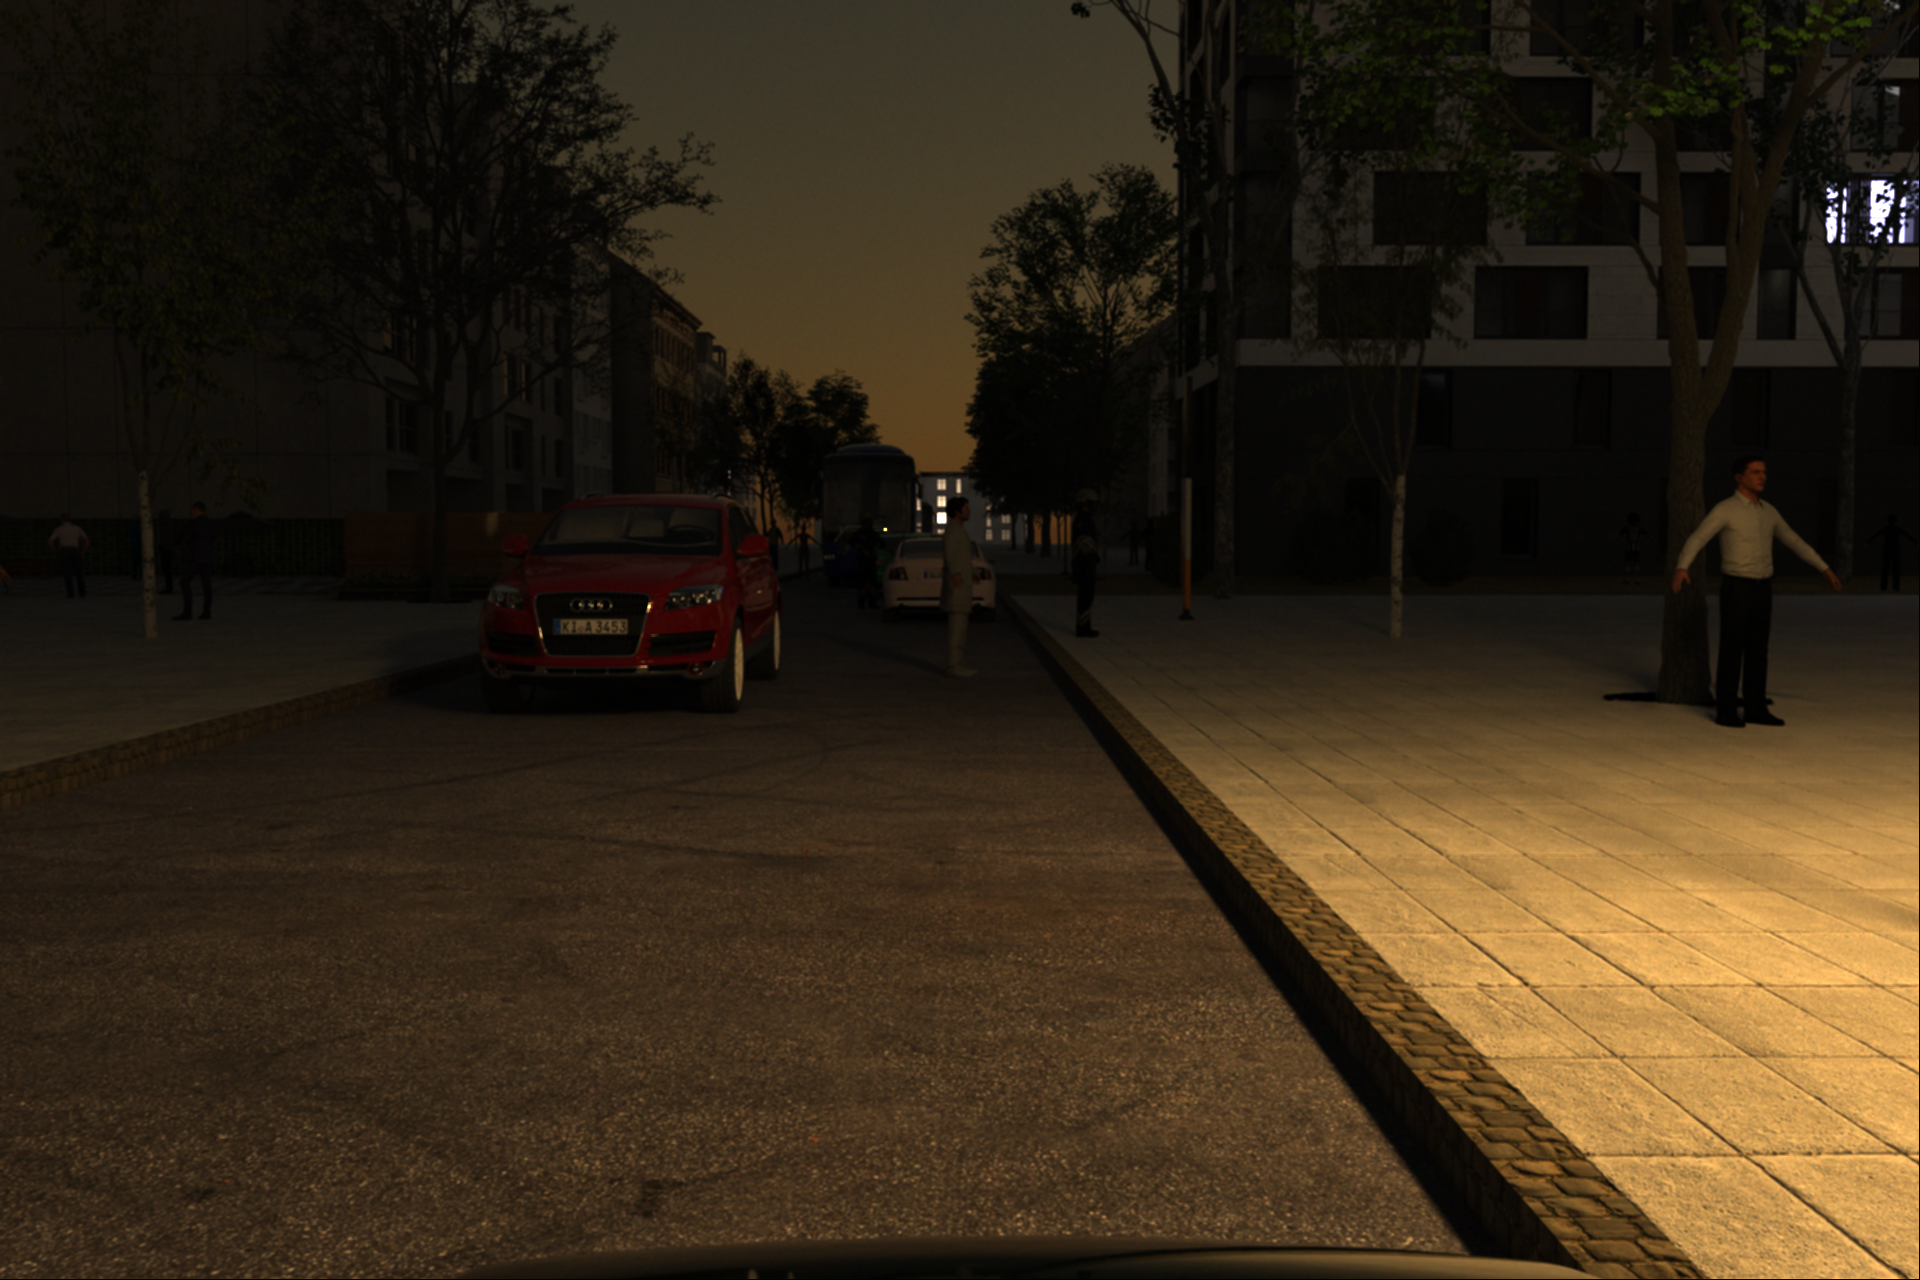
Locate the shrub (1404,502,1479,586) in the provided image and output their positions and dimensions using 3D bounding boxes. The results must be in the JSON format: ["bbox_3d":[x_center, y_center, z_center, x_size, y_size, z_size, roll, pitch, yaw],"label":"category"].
[{"bbox_3d":[11.849,-2.358,42.597,1.661,2.075,1.752,0,3,0],"label":"shrub"}]

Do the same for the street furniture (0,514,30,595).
[{"bbox_3d":[-33.581,-1.906,36.199,27.439,1.986,14.083,2,4,26],"label":"street furniture"}]

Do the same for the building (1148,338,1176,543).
[{"bbox_3d":[23.211,-18.875,165.031,16.016,20.090,11.380,0,3,0],"label":"building"}]

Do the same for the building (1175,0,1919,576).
[{"bbox_3d":[22.192,-13.761,68.973,27.936,21.610,32.646,0,4,-1],"label":"building"}]

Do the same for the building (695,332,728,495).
[{"bbox_3d":[-28.470,-18.766,163.251,16.016,20.090,11.380,0,4,0],"label":"building"}]

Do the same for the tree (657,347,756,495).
[{"bbox_3d":[-9.853,-7.211,68.266,4.360,8.622,3.978,0,3,0],"label":"tree"}]

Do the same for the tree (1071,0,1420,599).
[{"bbox_3d":[6.368,-10.820,32.794,12.611,20.169,13.585,0,3,0],"label":"tree"}]

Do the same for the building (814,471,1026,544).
[{"bbox_3d":[-5.086,-17.512,230.930,28.070,9.664,9.099,0,4,3],"label":"building"}]

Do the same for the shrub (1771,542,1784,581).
[{"bbox_3d":[21.274,-2.126,45.885,1.383,1.207,1.383,0,3,0],"label":"shrub"}]

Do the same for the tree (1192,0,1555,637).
[{"bbox_3d":[5.514,-4.327,21.111,4.360,8.622,3.978,0,3,0],"label":"tree"}]

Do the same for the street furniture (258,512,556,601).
[{"bbox_3d":[-9.066,-1.782,35.988,11.010,1.723,9.812,-1,4,-13],"label":"street furniture"}]

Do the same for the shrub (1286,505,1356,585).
[{"bbox_3d":[9.175,-2.422,44.015,1.690,2.028,1.600,0,3,0],"label":"shrub"}]

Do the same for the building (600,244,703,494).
[{"bbox_3d":[-28.060,-17.369,114.904,19.493,23.208,18.063,0,4,0],"label":"building"}]

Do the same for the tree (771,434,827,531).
[{"bbox_3d":[-10.621,-10.400,120.398,4.360,8.622,3.978,0,3,0],"label":"tree"}]

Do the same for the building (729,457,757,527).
[{"bbox_3d":[-28.031,-15.873,201.674,9.099,9.664,28.070,0,4,-1],"label":"building"}]

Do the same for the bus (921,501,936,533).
[{"bbox_3d":[-3.220,-8.492,130.389,2.896,3.916,12.251,0,4,-1],"label":"bus"}]

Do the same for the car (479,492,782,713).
[{"bbox_3d":[-2.783,-0.420,15.535,2.281,1.827,5.304,0,4,0],"label":"car"}]

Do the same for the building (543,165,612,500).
[{"bbox_3d":[-25.556,-14.301,90.244,16.016,20.090,11.380,0,4,-1],"label":"building"}]

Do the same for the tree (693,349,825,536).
[{"bbox_3d":[-10.175,-9.378,87.738,7.601,10.594,8.767,0,4,-1],"label":"tree"}]

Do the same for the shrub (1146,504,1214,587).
[{"bbox_3d":[5.316,-2.296,41.963,1.690,2.028,1.600,0,3,0],"label":"shrub"}]

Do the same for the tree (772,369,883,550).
[{"bbox_3d":[-10.674,-13.983,135.271,9.857,13.997,8.962,0,3,0],"label":"tree"}]

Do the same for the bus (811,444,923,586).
[{"bbox_3d":[-2.474,-3.629,50.876,2.896,3.916,12.251,0,4,-1],"label":"bus"}]

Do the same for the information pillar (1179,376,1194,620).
[{"bbox_3d":[3.394,-2.116,25.957,0.183,3.616,0.504,0,4,-1],"label":"information pillar"}]

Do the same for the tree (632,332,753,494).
[{"bbox_3d":[-10.293,-6.897,63.131,4.360,8.622,3.978,0,3,0],"label":"tree"}]

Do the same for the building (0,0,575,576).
[{"bbox_3d":[-26.789,-12.336,68.145,16.747,18.905,31.486,0,4,-1],"label":"building"}]

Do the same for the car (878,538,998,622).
[{"bbox_3d":[-0.368,-1.049,29.515,2.083,1.381,4.827,0,4,-1],"label":"car"}]

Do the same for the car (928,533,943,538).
[{"bbox_3d":[-1.347,-4.290,78.943,1.959,1.807,4.718,0,4,-1],"label":"car"}]

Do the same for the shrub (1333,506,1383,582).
[{"bbox_3d":[10.543,-2.599,46.527,1.661,2.075,1.752,0,3,0],"label":"shrub"}]

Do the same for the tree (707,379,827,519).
[{"bbox_3d":[-11.016,-10.124,99.938,7.601,10.594,8.767,1,4,10],"label":"tree"}]

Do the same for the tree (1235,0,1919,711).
[{"bbox_3d":[5.686,-5.332,12.931,9.928,11.665,9.643,0,3,0],"label":"tree"}]

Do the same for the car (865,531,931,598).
[{"bbox_3d":[-1.305,-1.921,40.207,1.959,1.807,4.718,0,4,-2],"label":"car"}]

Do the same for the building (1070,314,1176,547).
[{"bbox_3d":[21.330,-21.145,176.652,19.493,23.208,18.063,0,4,-1],"label":"building"}]

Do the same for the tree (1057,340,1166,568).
[{"bbox_3d":[5.416,-7.017,65.097,4.360,8.622,3.978,0,3,0],"label":"tree"}]

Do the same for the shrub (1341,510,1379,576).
[{"bbox_3d":[11.702,-2.899,51.825,1.690,2.028,1.600,0,3,0],"label":"shrub"}]

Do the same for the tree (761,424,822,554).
[{"bbox_3d":[-10.708,-9.807,110.704,4.737,8.622,4.395,0,3,0],"label":"tree"}]
